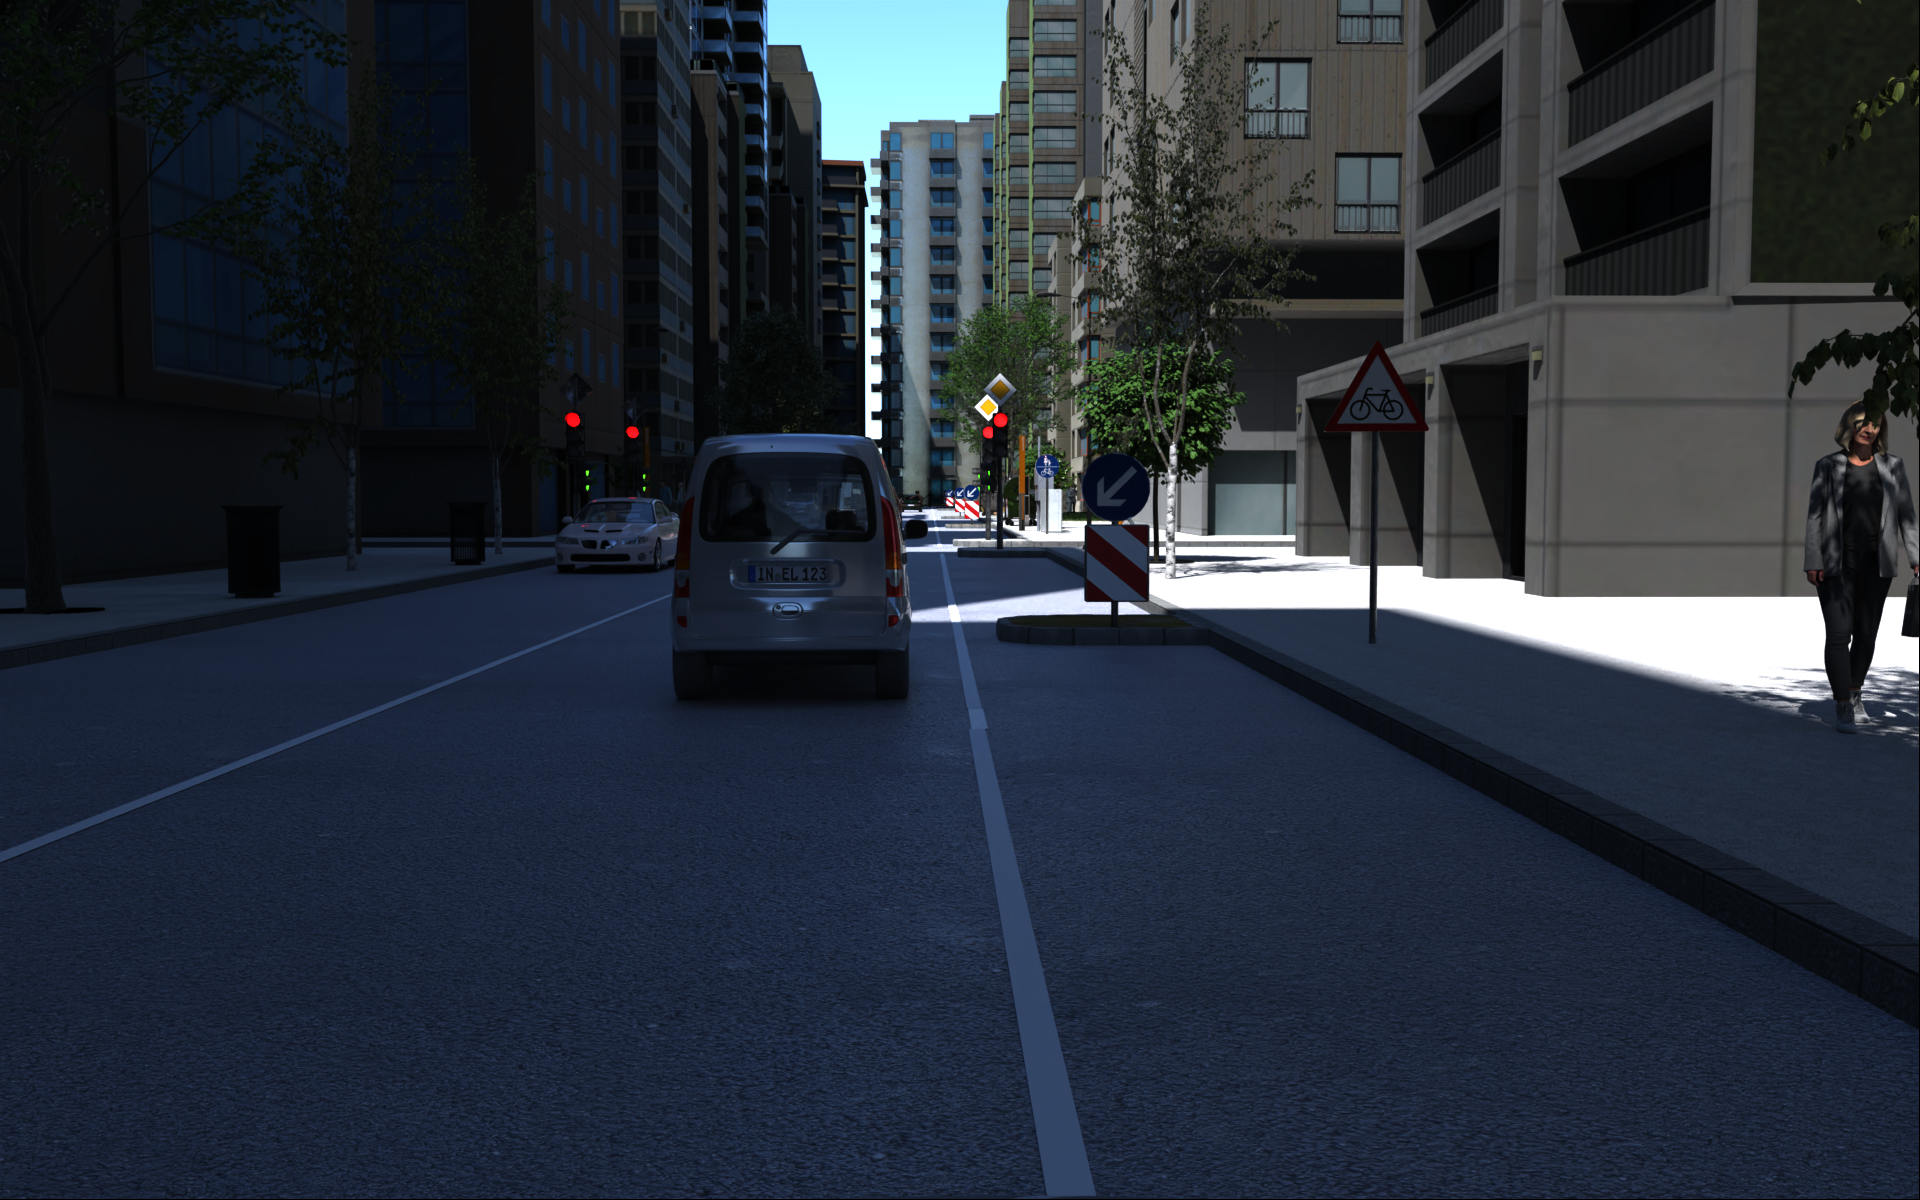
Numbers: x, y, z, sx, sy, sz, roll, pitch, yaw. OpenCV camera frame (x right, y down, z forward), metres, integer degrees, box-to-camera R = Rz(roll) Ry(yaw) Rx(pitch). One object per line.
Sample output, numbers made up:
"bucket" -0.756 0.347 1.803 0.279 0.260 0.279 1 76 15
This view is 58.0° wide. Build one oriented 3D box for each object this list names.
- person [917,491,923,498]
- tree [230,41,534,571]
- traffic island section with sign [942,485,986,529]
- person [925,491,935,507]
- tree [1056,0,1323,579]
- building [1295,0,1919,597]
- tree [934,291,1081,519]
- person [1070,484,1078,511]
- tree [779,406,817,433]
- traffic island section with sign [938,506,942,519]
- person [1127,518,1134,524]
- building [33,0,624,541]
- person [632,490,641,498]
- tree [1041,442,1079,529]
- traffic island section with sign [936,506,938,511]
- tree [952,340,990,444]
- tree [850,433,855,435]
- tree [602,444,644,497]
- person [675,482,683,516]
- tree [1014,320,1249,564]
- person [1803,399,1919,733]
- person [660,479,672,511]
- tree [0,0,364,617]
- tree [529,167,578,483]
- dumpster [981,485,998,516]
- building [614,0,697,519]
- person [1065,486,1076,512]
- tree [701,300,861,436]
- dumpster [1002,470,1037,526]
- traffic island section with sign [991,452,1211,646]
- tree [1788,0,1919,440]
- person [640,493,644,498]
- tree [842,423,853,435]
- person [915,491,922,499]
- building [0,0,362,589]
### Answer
"person" -3.974 -9.729 168.278 0.721 1.736 1.217 -3 5 -43
"tree" -10.179 -4.805 28.921 4.737 8.622 4.395 0 3 0
"traffic island section with sign" 0.371 -3.932 72.912 1.989 1.847 2.006 0 4 -1
"person" -3.326 -11.199 191.737 1.348 1.807 0.705 2 4 34
"tree" 3.290 -4.636 26.167 4.360 8.622 3.978 0 3 0
"building" 17.416 -35.830 24.076 20.563 71.187 20.611 0 4 -1
"tree" 2.672 -9.944 88.341 9.928 11.665 9.643 0 3 0
"person" 5.861 -5.159 90.572 0.592 1.802 0.473 0 4 2
"tree" -11.463 -10.326 119.195 4.737 8.622 4.395 0 3 0
"traffic island section with sign" -0.101 -5.580 99.863 1.989 1.847 2.006 0 4 -1
"person" 4.948 -2.802 51.723 0.748 1.841 0.638 2 4 30
"building" -19.304 -24.847 56.361 14.600 45.320 14.200 0 4 -1
"person" -9.968 -2.793 53.511 0.330 1.601 0.589 -1 4 -20
"tree" 3.320 -4.257 64.201 1.663 3.219 1.824 0 3 0
"traffic island section with sign" -0.995 -8.677 150.503 1.989 1.847 2.006 0 4 -1
"tree" 2.034 -7.841 78.565 4.360 8.622 3.978 0 3 0
"tree" -12.404 -14.342 184.856 4.360 8.622 3.978 0 3 0
"tree" -10.572 -3.783 56.448 1.663 3.219 1.824 0 3 0
"person" -11.566 -4.010 72.093 0.515 1.767 0.782 -1 4 -22
"tree" 3.771 -2.983 32.481 4.285 4.588 4.351 0 3 0
"person" 5.008 -0.201 9.513 0.709 1.800 0.728 1 4 17
"person" -10.824 -3.543 63.998 0.660 1.820 0.620 3 4 37
"tree" -10.049 -5.668 18.424 9.928 11.665 9.643 0 3 0
"tree" -9.837 -5.265 36.447 4.737 8.622 4.395 0 3 0
"dumpster" 1.873 -5.798 100.556 1.264 1.857 1.865 0 4 -1
"building" -26.087 -23.949 83.446 32.217 40.220 23.993 0 4 -1
"person" 5.722 -5.116 89.862 0.590 1.801 0.661 -1 4 -10
"tree" -10.923 -11.353 102.627 9.611 12.733 9.660 0 3 0
"dumpster" 2.460 -4.138 70.144 1.502 2.255 1.985 0 4 -1
"traffic island section with sign" 1.372 -0.532 17.331 1.989 1.847 2.006 0 4 -1
"tree" 4.664 -3.437 6.561 4.737 8.622 4.395 0 3 0
"person" -12.757 -3.890 69.834 0.728 1.800 0.709 2 4 31
"tree" -12.477 -14.013 179.479 4.737 8.622 4.395 0 3 0
"person" -3.896 -8.801 153.087 1.217 1.739 0.721 -2 4 -29
"building" -19.398 -23.178 29.064 14.200 45.320 14.600 0 4 -1
